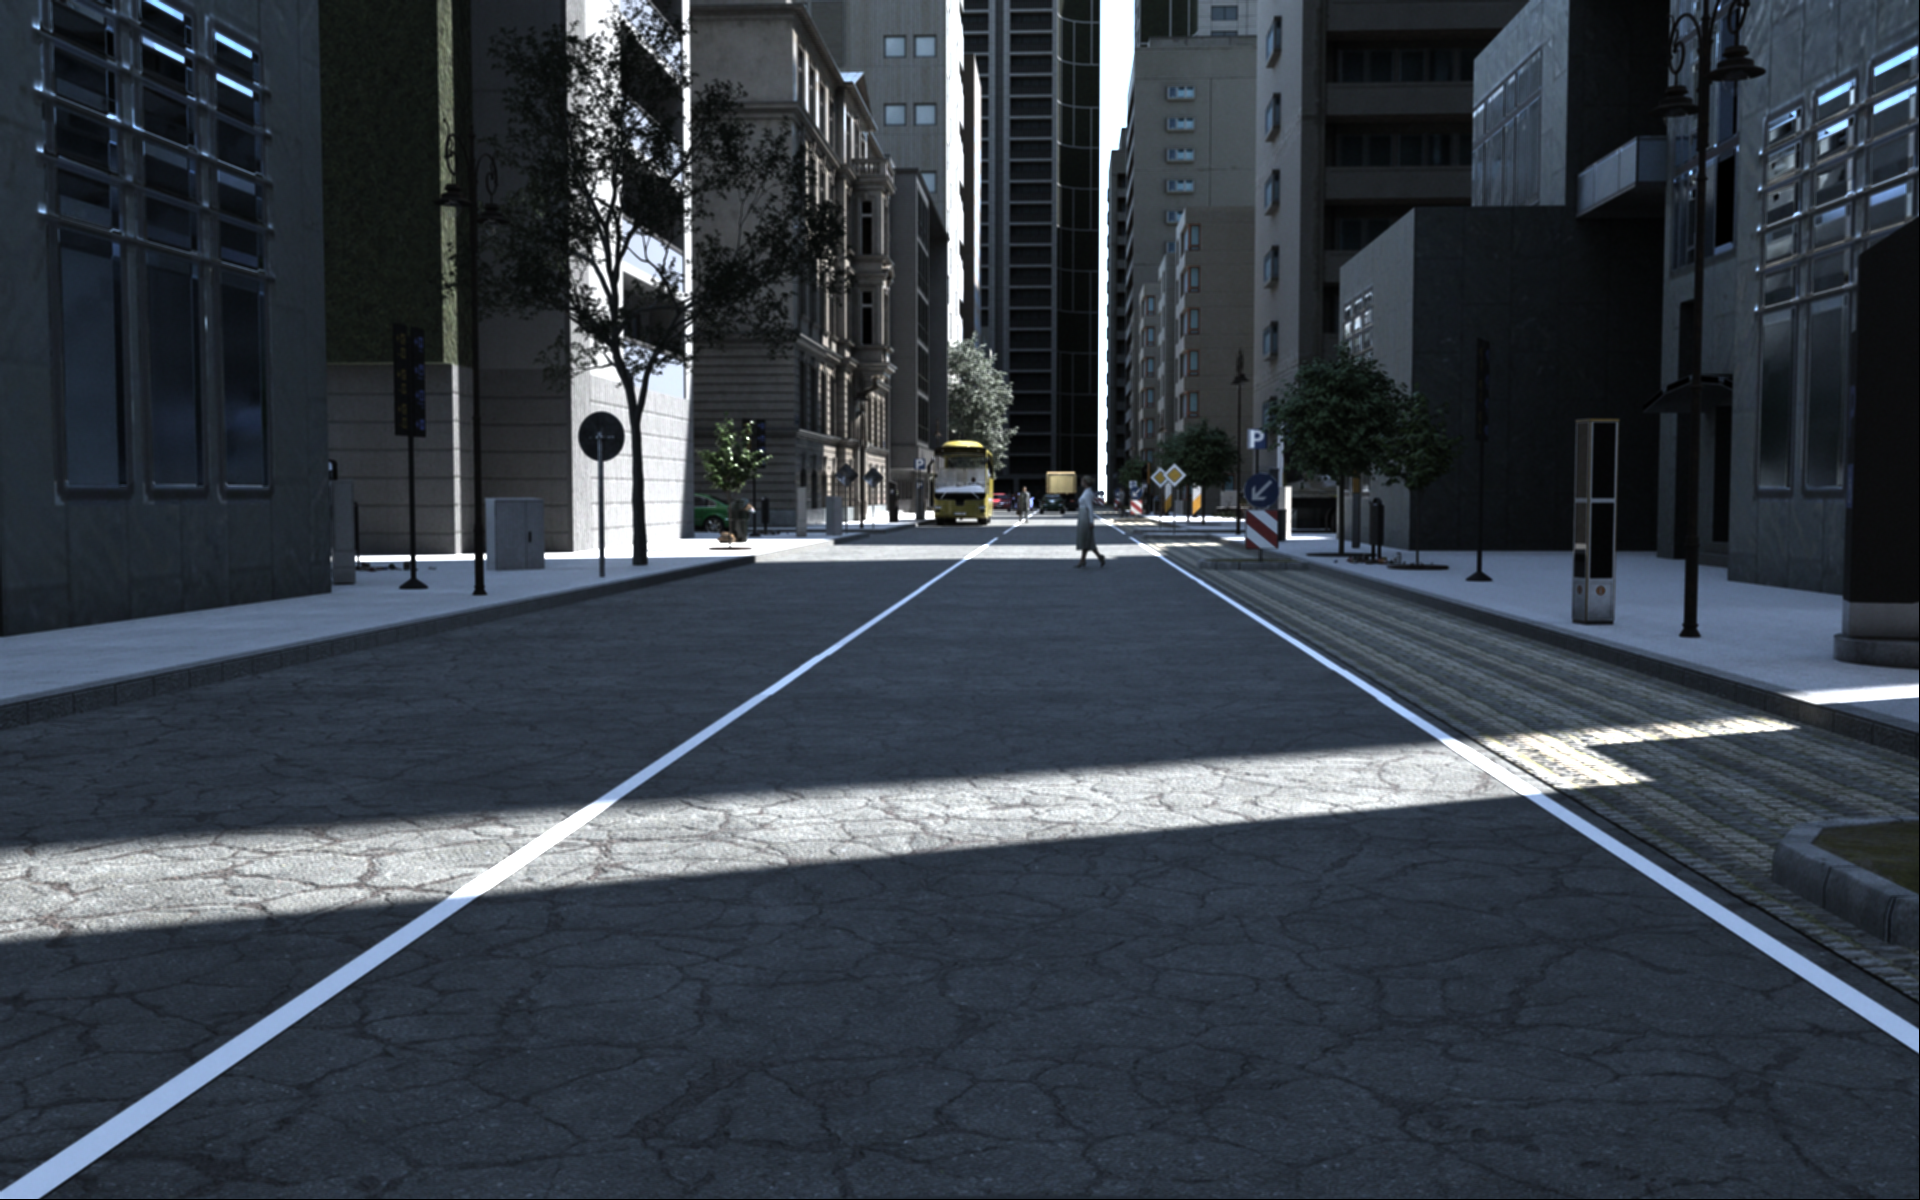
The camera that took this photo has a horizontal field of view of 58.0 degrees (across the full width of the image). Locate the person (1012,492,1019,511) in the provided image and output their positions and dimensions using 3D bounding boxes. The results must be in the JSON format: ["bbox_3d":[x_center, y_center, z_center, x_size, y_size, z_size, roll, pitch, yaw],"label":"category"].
[{"bbox_3d":[4.673,-8.350,146.489,0.593,1.643,0.415,0,4,5],"label":"person"}]

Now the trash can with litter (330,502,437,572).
[{"bbox_3d":[-9.960,-1.098,29.004,2.233,1.210,1.678,0,4,-8],"label":"trash can with litter"}]

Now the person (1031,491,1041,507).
[{"bbox_3d":[8.337,-11.166,191.204,1.348,1.807,0.705,1,4,23],"label":"person"}]

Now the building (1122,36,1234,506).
[{"bbox_3d":[28.350,-34.074,180.803,21.300,48.544,21.600,0,4,3],"label":"building"}]

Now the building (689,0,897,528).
[{"bbox_3d":[-10.392,-16.116,82.582,14.460,24.649,34.723,0,4,3],"label":"building"}]

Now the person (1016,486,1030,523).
[{"bbox_3d":[3.203,-4.792,86.947,0.694,1.812,0.767,-1,4,-9],"label":"person"}]

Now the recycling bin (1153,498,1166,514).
[{"bbox_3d":[12.742,-5.954,109.909,0.722,1.027,0.722,-2,4,-26],"label":"recycling bin"}]

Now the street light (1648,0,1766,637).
[{"bbox_3d":[6.565,-2.606,15.398,0.468,5.910,1.993,0,4,3],"label":"street light"}]

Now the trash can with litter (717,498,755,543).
[{"bbox_3d":[-5.886,-2.082,45.435,0.624,1.170,1.055,2,4,24],"label":"trash can with litter"}]

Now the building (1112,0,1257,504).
[{"bbox_3d":[28.494,-46.664,201.206,20.563,71.187,20.611,0,4,3],"label":"building"}]

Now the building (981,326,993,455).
[{"bbox_3d":[-11.130,-21.815,201.711,28.899,21.520,27.650,0,4,3],"label":"building"}]

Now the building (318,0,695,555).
[{"bbox_3d":[-22.041,-30.792,45.451,28.212,58.520,21.231,0,4,3],"label":"building"}]

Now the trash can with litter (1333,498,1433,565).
[{"bbox_3d":[7.816,-1.306,32.413,1.678,1.210,2.233,0,4,1],"label":"trash can with litter"}]

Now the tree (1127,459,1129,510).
[{"bbox_3d":[10.342,-5.825,78.950,4.285,4.588,4.351,0,3,0],"label":"tree"}]

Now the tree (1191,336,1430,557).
[{"bbox_3d":[7.911,-3.203,36.081,4.285,4.588,4.351,0,3,0],"label":"tree"}]

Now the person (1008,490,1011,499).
[{"bbox_3d":[5.085,-10.264,176.403,0.705,1.814,1.350,0,4,2],"label":"person"}]

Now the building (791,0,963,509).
[{"bbox_3d":[-13.695,-34.511,153.498,28.713,52.752,27.495,0,4,3],"label":"building"}]

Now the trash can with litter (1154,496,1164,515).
[{"bbox_3d":[12.192,-5.788,106.013,0.624,1.170,1.055,0,4,2],"label":"trash can with litter"}]

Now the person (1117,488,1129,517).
[{"bbox_3d":[10.105,-6.082,108.057,0.853,1.813,0.709,-1,4,-15],"label":"person"}]

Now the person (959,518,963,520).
[{"bbox_3d":[0.052,-5.342,95.962,0.709,1.813,0.853,-2,4,-25],"label":"person"}]

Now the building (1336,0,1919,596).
[{"bbox_3d":[21.025,-43.933,30.973,22.319,86.520,31.000,0,4,3],"label":"building"}]

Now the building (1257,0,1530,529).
[{"bbox_3d":[23.493,-27.434,72.240,21.600,48.544,21.300,0,4,3],"label":"building"}]

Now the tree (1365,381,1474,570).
[{"bbox_3d":[7.750,-2.150,29.760,1.663,3.219,1.824,0,3,0],"label":"tree"}]

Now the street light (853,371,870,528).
[{"bbox_3d":[-3.692,-5.631,64.861,0.468,5.910,1.993,0,4,3],"label":"street light"}]

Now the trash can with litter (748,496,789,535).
[{"bbox_3d":[-6.275,-2.690,55.033,1.678,1.210,2.233,-1,4,-9],"label":"trash can with litter"}]

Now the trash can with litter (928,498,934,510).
[{"bbox_3d":[-2.149,-7.720,137.286,2.233,1.210,1.678,3,4,37],"label":"trash can with litter"}]

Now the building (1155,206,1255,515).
[{"bbox_3d":[28.187,-16.698,118.055,27.650,21.520,28.899,0,4,3],"label":"building"}]

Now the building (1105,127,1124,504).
[{"bbox_3d":[30.299,-37.168,231.390,21.600,48.544,21.300,0,4,3],"label":"building"}]

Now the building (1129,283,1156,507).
[{"bbox_3d":[29.706,-19.011,155.865,27.650,21.520,28.899,0,4,3],"label":"building"}]

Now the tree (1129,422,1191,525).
[{"bbox_3d":[10.218,-5.405,72.089,4.285,4.588,4.351,0,3,0],"label":"tree"}]

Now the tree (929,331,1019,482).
[{"bbox_3d":[-0.295,-13.965,134.990,9.857,13.997,8.962,0,3,0],"label":"tree"}]

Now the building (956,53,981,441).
[{"bbox_3d":[-5.108,-32.046,174.063,14.600,45.320,14.200,0,4,3],"label":"building"}]

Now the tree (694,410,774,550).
[{"bbox_3d":[-5.397,-2.772,39.929,1.663,3.219,1.824,0,3,0],"label":"tree"}]

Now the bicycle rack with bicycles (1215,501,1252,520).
[{"bbox_3d":[14.272,-4.505,87.045,2.925,0.926,2.852,-2,4,-25],"label":"bicycle rack with bicycles"}]

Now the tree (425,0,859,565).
[{"bbox_3d":[-5.683,-5.926,31.300,8.767,10.594,7.601,1,4,12],"label":"tree"}]

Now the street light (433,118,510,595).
[{"bbox_3d":[-6.111,-3.001,21.857,0.468,5.910,1.993,0,4,3],"label":"street light"}]

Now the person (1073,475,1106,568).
[{"bbox_3d":[2.533,-1.530,33.747,0.641,1.798,0.478,1,4,17],"label":"person"}]

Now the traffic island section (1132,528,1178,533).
[{"bbox_3d":[7.379,-2.532,63.681,2.009,0.180,2.903,0,4,3],"label":"traffic island section"}]

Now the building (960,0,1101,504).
[{"bbox_3d":[8.410,-48.537,231.829,20.611,71.187,20.563,0,4,3],"label":"building"}]

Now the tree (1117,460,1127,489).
[{"bbox_3d":[14.444,-9.602,140.704,4.285,4.588,4.351,0,3,0],"label":"tree"}]

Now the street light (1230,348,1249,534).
[{"bbox_3d":[8.850,-5.023,54.914,0.468,5.910,1.993,0,4,3],"label":"street light"}]

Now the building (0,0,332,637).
[{"bbox_3d":[-18.230,-42.343,4.976,22.319,86.520,31.000,0,4,3],"label":"building"}]

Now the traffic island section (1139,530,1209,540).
[{"bbox_3d":[6.907,-2.045,55.710,2.009,0.180,2.903,0,4,3],"label":"traffic island section"}]

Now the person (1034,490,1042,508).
[{"bbox_3d":[7.988,-10.237,176.018,1.348,1.807,0.705,-3,4,-37],"label":"person"}]

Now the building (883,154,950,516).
[{"bbox_3d":[-8.713,-18.110,115.160,14.314,24.678,30.058,0,4,3],"label":"building"}]
